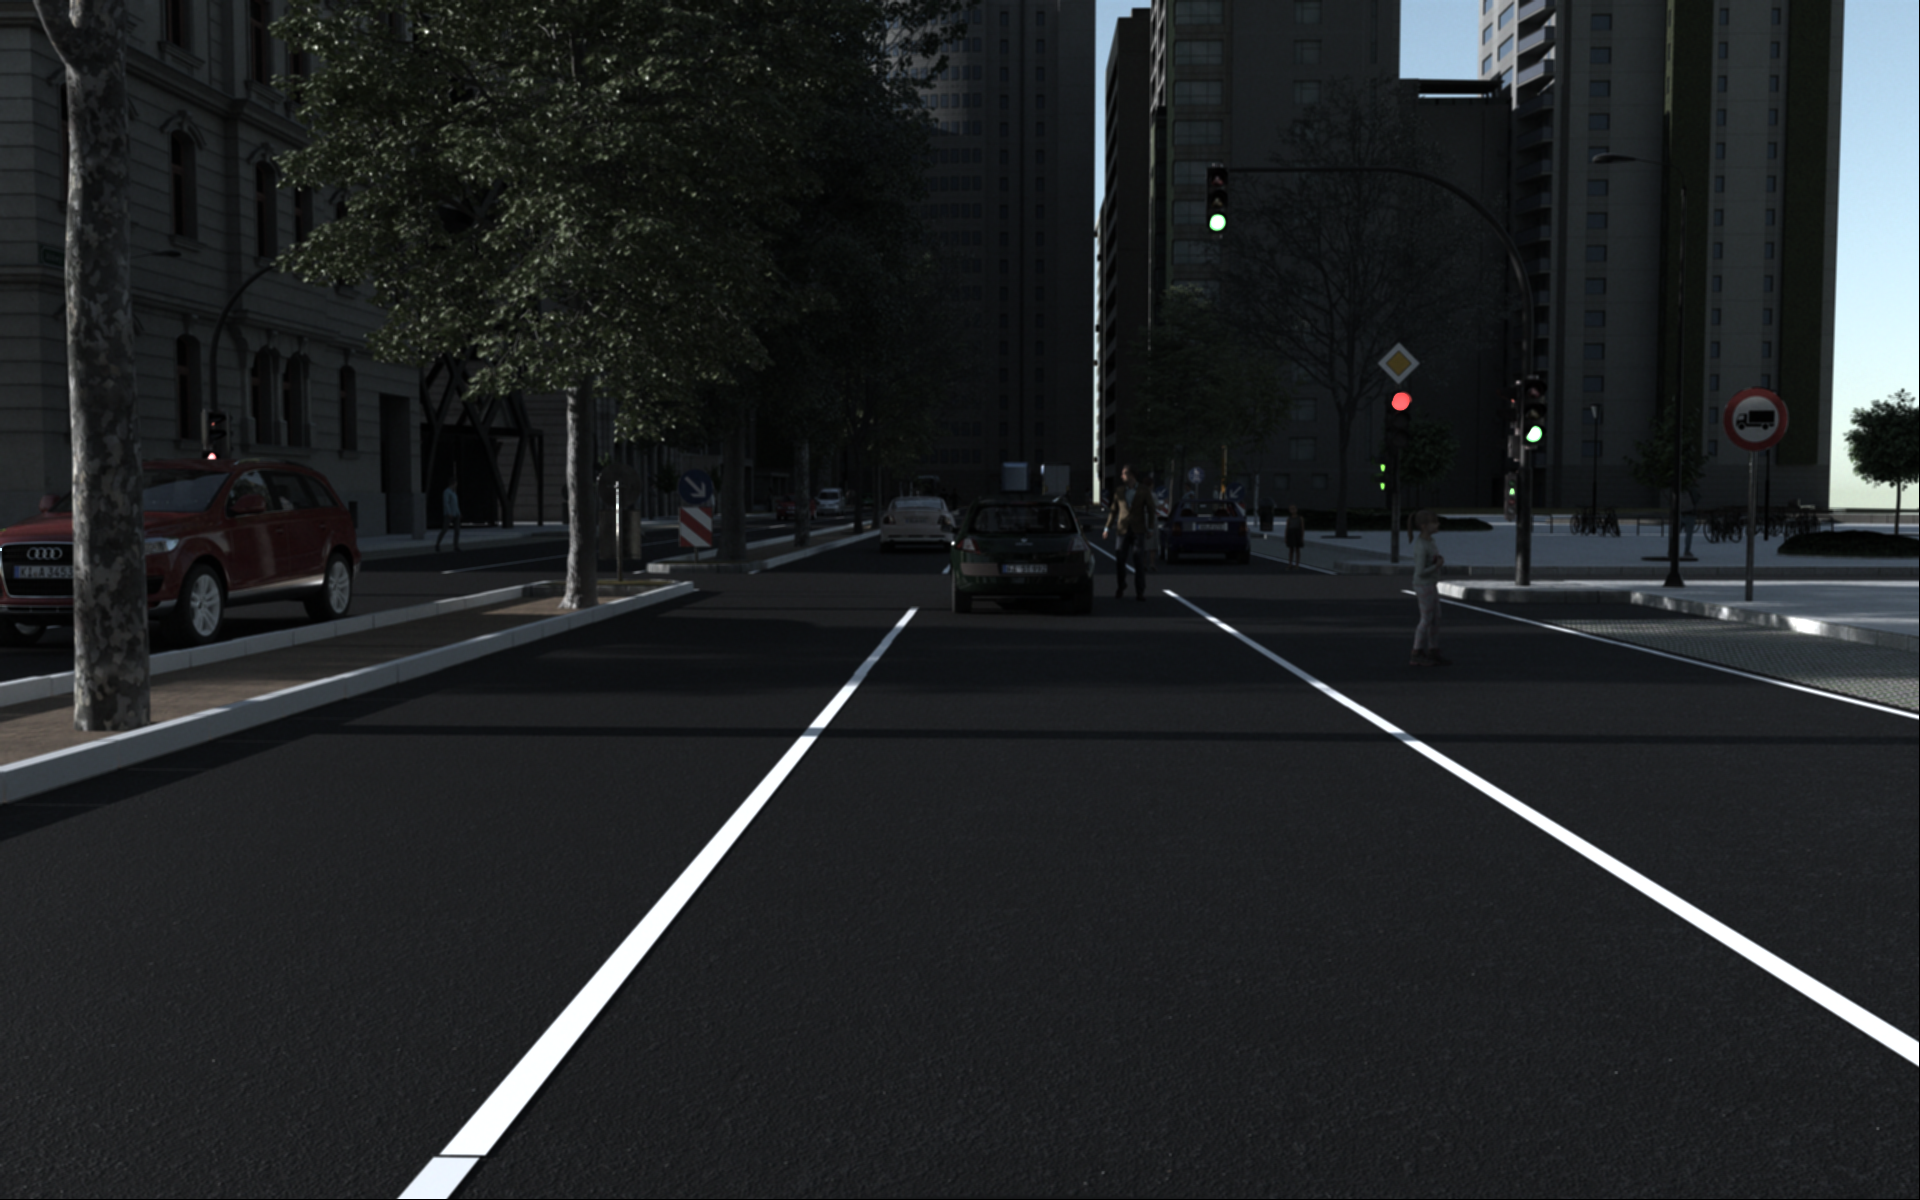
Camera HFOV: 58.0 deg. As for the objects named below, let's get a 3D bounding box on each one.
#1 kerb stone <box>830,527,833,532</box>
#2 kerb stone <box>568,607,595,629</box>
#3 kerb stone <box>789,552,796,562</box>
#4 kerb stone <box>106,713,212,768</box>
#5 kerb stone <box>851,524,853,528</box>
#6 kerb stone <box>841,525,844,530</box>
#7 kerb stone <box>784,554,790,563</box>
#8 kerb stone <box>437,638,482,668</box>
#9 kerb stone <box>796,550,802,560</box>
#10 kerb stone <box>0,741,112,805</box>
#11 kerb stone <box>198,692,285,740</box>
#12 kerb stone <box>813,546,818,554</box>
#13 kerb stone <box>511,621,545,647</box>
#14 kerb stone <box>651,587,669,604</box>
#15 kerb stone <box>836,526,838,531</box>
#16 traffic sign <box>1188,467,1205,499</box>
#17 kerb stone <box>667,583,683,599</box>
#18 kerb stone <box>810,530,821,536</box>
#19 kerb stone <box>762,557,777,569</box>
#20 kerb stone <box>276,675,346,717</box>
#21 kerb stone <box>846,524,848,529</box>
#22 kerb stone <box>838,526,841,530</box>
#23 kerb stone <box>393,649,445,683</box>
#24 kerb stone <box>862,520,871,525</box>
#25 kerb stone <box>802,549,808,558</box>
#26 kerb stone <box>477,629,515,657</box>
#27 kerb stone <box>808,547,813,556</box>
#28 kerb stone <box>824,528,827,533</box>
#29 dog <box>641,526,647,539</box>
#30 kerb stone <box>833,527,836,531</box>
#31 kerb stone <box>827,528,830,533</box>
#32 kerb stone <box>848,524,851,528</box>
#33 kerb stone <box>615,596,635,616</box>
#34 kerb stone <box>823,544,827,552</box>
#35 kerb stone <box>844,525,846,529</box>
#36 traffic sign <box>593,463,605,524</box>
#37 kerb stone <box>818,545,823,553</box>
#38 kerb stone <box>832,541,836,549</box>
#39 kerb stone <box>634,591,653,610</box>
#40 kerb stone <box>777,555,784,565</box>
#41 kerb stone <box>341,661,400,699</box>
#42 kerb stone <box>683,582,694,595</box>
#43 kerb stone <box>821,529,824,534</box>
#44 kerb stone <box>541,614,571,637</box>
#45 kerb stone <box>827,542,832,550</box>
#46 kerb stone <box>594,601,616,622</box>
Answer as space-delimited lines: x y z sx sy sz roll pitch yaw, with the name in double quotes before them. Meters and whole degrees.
"kerb stone" -4.941 -2.583 64.434 0.120 0.150 1.000 0 4 2
"kerb stone" -4.157 0.214 18.750 0.120 0.150 1.000 0 4 2
"kerb stone" -3.643 -0.887 36.700 0.120 0.150 1.000 0 4 2
"kerb stone" -4.426 0.774 9.533 0.120 0.150 1.000 0 4 2
"kerb stone" -4.699 -3.086 72.646 0.120 0.150 1.000 0 4 2
"kerb stone" -4.811 -2.833 68.535 0.120 0.150 1.000 0 4 2
"kerb stone" -3.672 -0.824 35.668 0.120 0.150 1.000 0 4 2
"kerb stone" -4.278 0.461 14.654 0.120 0.150 1.000 0 4 2
"kerb stone" -3.612 -0.950 37.724 0.120 0.150 1.000 0 4 2
"kerb stone" -4.454 0.837 8.508 0.120 0.150 1.000 0 4 2
"kerb stone" -4.401 0.712 10.561 0.120 0.150 1.000 0 4 2
"kerb stone" -3.524 -1.138 40.811 0.120 0.150 1.000 0 4 2
"kerb stone" -4.222 0.336 16.703 0.120 0.150 1.000 0 4 2
"kerb stone" -4.036 -0.040 22.847 0.120 0.150 1.000 0 4 2
"kerb stone" -4.879 -2.709 66.487 0.120 0.150 1.000 0 4 2
"traffic sign" 11.241 -5.029 82.334 0.768 2.556 0.104 0 4 6
"kerb stone" -4.006 -0.102 23.870 0.120 0.150 1.000 0 4 2
"kerb stone" -5.054 -2.328 60.339 0.120 0.150 1.000 0 4 2
"kerb stone" -3.724 -0.696 33.624 0.120 0.150 1.000 0 4 2
"kerb stone" -4.375 0.649 11.584 0.120 0.150 1.000 0 4 2
"kerb stone" -4.763 -2.960 70.584 0.120 0.150 1.000 0 4 2
"kerb stone" -4.847 -2.771 67.509 0.120 0.150 1.000 0 4 2
"kerb stone" -4.301 0.524 13.632 0.120 0.150 1.000 0 4 2
"kerb stone" -4.429 -3.650 81.868 0.120 0.150 1.000 0 4 2
"kerb stone" -3.583 -1.011 38.755 0.120 0.150 1.000 0 4 2
"kerb stone" -4.255 0.399 15.676 0.120 0.150 1.000 0 4 2
"kerb stone" -3.546 -1.076 39.781 0.120 0.150 1.000 0 4 2
"kerb stone" -4.995 -2.458 62.389 0.120 0.150 1.000 0 4 2
"dog" -10.169 -2.343 55.152 0.800 0.831 0.513 0 4 3
"kerb stone" -4.910 -2.642 65.463 0.120 0.150 1.000 0 4 2
"kerb stone" -4.968 -2.521 63.411 0.120 0.150 1.000 0 4 2
"kerb stone" -4.729 -3.017 71.615 0.120 0.150 1.000 0 4 2
"kerb stone" -4.099 0.085 20.802 0.120 0.150 1.000 0 4 2
"kerb stone" -3.467 -1.261 42.869 0.120 0.150 1.000 0 4 2
"kerb stone" -4.785 -2.891 69.563 0.120 0.150 1.000 0 4 2
"traffic sign" -14.716 -4.276 70.023 0.768 2.556 0.104 0 4 7
"kerb stone" -3.492 -1.197 41.845 0.120 0.150 1.000 0 4 2
"kerb stone" -3.397 -1.390 44.920 0.120 0.150 1.000 0 4 2
"kerb stone" -4.067 0.025 21.825 0.120 0.150 1.000 0 4 2
"kerb stone" -3.704 -0.762 34.646 0.120 0.150 1.000 0 4 2
"kerb stone" -4.336 0.587 12.609 0.120 0.150 1.000 0 4 2
"kerb stone" -3.981 -0.162 24.892 0.120 0.150 1.000 0 4 2
"kerb stone" -5.020 -2.395 61.360 0.120 0.150 1.000 0 4 2
"kerb stone" -4.191 0.275 17.726 0.120 0.150 1.000 0 4 2
"kerb stone" -3.427 -1.326 43.891 0.120 0.150 1.000 0 4 2
"kerb stone" -4.128 0.152 19.777 0.120 0.150 1.000 0 4 2
